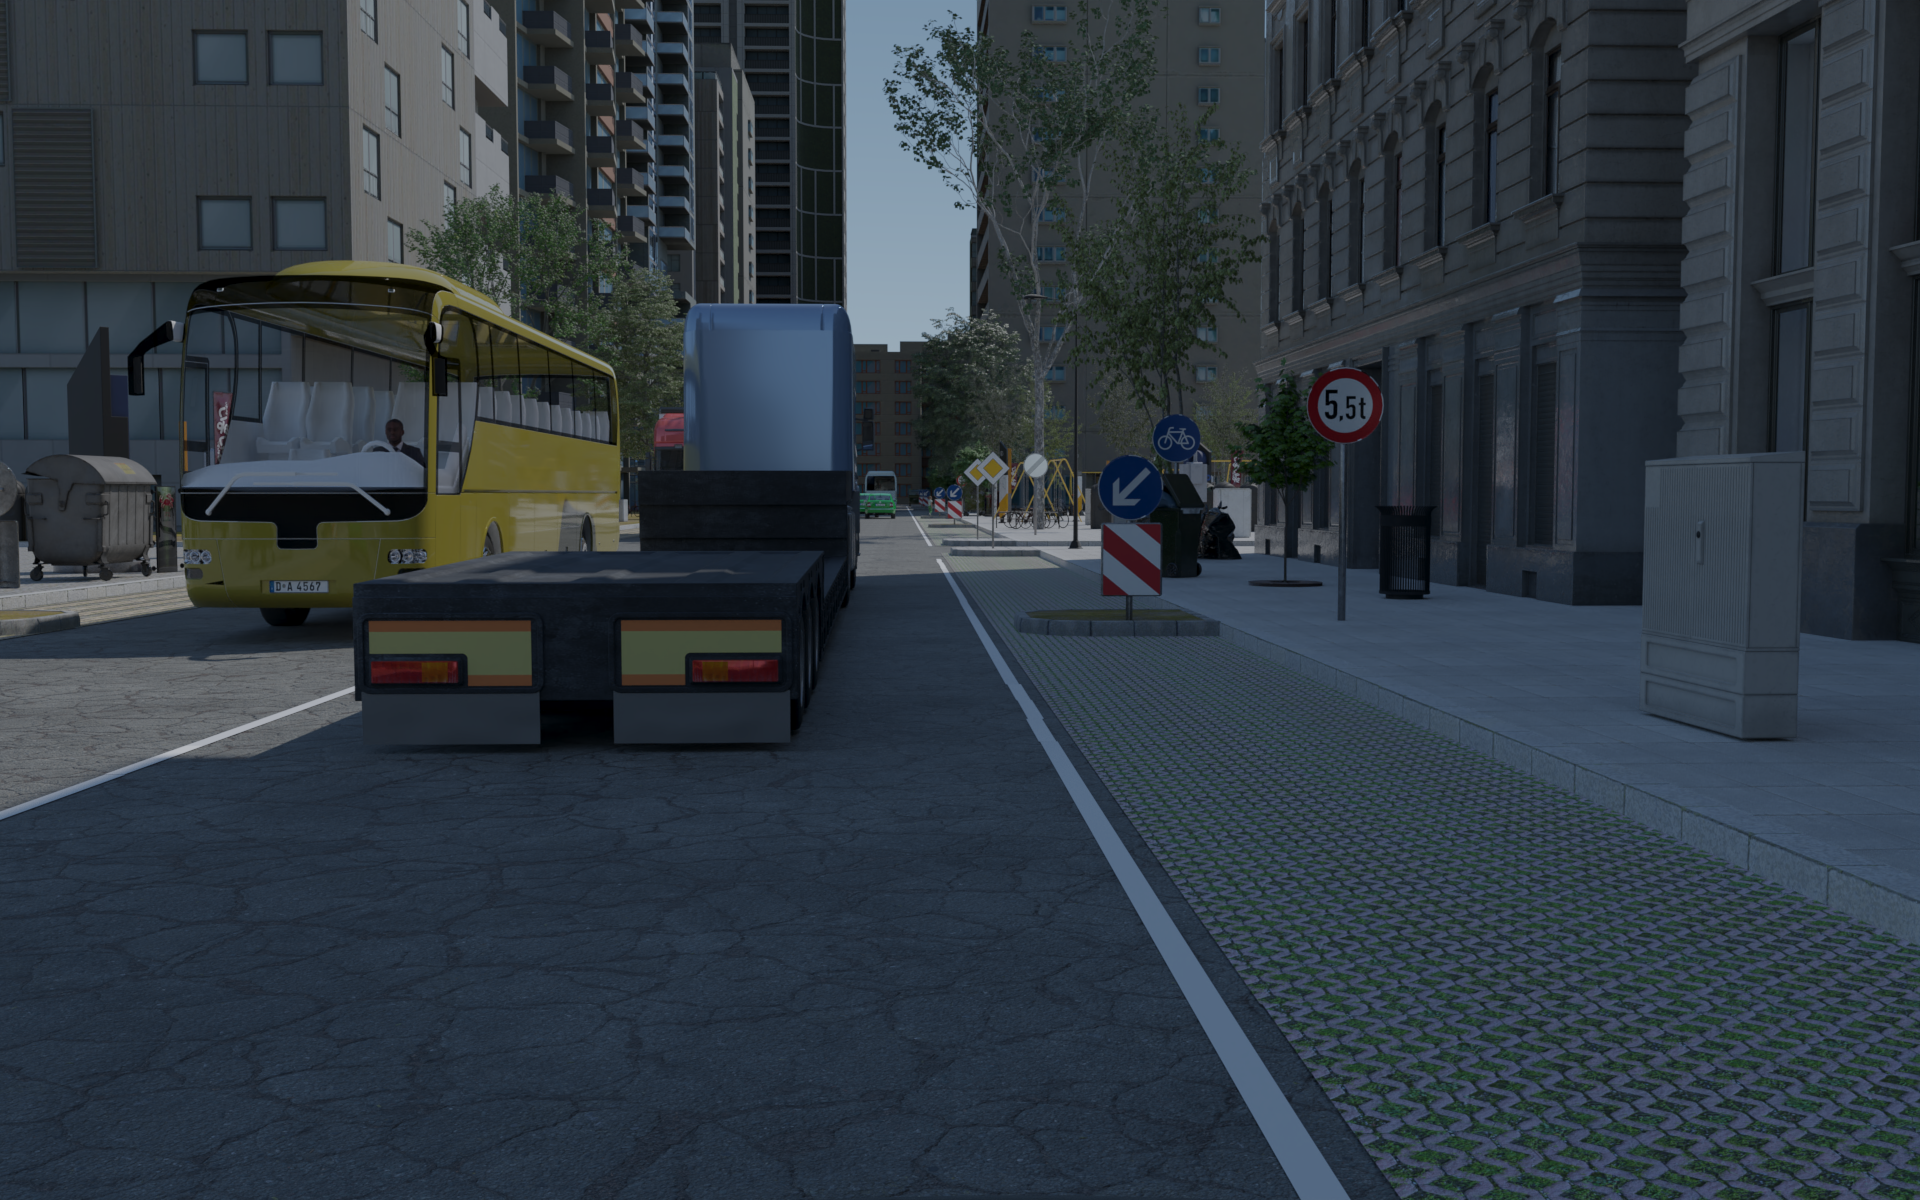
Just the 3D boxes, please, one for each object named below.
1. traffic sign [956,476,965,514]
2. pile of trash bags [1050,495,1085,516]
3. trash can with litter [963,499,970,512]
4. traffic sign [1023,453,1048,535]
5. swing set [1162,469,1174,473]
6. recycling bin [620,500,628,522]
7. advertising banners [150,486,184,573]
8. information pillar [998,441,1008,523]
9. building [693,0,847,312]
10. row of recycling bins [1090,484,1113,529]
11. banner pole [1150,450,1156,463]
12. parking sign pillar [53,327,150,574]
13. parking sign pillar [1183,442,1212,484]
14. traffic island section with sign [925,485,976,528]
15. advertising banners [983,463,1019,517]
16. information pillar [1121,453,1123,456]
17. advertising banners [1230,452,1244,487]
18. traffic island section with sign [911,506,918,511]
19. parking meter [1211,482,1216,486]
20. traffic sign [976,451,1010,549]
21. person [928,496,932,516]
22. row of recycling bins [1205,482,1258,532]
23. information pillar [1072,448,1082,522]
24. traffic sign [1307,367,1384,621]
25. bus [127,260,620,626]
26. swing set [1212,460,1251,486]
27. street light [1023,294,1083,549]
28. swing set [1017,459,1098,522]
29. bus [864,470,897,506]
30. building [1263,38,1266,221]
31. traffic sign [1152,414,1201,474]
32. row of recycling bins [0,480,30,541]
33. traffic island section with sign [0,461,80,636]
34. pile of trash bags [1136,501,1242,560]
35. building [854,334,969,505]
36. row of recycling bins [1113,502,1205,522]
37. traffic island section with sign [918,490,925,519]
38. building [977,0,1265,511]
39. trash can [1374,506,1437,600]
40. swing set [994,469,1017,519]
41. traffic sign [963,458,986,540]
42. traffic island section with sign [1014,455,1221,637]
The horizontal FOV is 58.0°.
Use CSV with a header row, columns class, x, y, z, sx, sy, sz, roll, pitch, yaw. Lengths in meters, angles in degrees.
class,x,y,z,sx,sy,sz,roll,pitch,yaw
traffic sign,0.158,-6.767,110.743,0.768,2.556,0.104,0,4,7
pile of trash bags,6.485,-5.649,102.105,1.912,1.369,3.447,1,4,17
trash can with litter,0.705,-6.892,124.066,1.055,1.170,0.624,0,4,3
traffic sign,2.360,-3.298,54.029,0.768,2.556,0.104,0,4,2
swing set,14.086,-6.827,109.238,3.119,2.851,2.862,2,4,34
recycling bin,-15.816,-4.134,80.147,0.722,1.027,0.722,0,4,4
advertising banners,-12.767,-2.001,28.899,0.090,3.025,2.074,1,4,15
information pillar,1.911,-5.180,76.044,0.183,3.616,0.504,-3,5,-41
building,-24.816,-47.710,218.304,20.611,71.187,20.563,0,4,-2
row of recycling bins,5.984,-3.525,64.742,1.069,1.692,3.534,3,4,37
banner pole,11.613,-6.948,103.619,0.401,3.779,0.863,2,4,24
parking sign pillar,-14.179,-2.449,28.512,1.447,3.967,1.447,3,5,40
parking sign pillar,10.316,-5.315,75.378,1.447,3.967,1.447,-3,5,-41
traffic island section with sign,-0.360,-3.985,73.785,1.989,1.847,2.006,0,4,-2
advertising banners,2.298,-6.197,97.513,2.074,3.025,0.090,1,4,16
information pillar,9.304,-6.642,99.949,0.183,3.616,0.504,-1,4,-21
advertising banners,10.304,-4.472,69.300,2.074,3.025,0.090,1,4,12
traffic island section with sign,-3.092,-8.743,151.574,1.989,1.847,2.006,0,4,-2
parking meter,12.195,-4.787,83.977,0.255,1.863,0.399,3,4,39
traffic sign,0.774,-2.268,40.721,0.795,2.450,0.064,0,4,-2
person,-1.911,-5.985,110.595,0.306,1.304,0.590,1,4,15
row of recycling bins,10.351,-3.188,59.243,3.534,1.692,1.069,-1,4,-10
information pillar,5.479,-5.470,80.791,0.504,3.616,0.183,-3,5,-39
traffic sign,3.870,-1.063,17.488,0.768,2.556,0.104,0,4,3
bus,-6.512,-1.869,22.110,2.896,3.916,12.252,0,4,-3
swing set,12.466,-5.066,80.443,3.119,2.851,2.862,1,4,21
street light,2.171,-4.154,40.464,1.470,5.913,1.316,0,4,-2
swing set,4.368,-4.911,77.923,2.862,2.851,3.119,0,4,-8
bus,-6.685,-9.241,145.952,2.948,3.499,13.247,0,4,-3
building,44.316,-41.549,221.317,28.212,58.520,21.231,0,4,-2
traffic sign,3.459,-1.690,27.736,0.768,2.556,0.104,0,4,8
row of recycling bins,-24.610,-2.465,47.422,3.534,1.692,1.069,0,4,-3
traffic island section with sign,-10.431,-0.578,18.078,1.989,1.847,2.006,0,4,-2
pile of trash bags,4.476,-1.556,35.196,1.912,1.369,3.447,0,4,-5
building,0.314,-23.197,224.318,28.899,21.520,27.650,0,4,-2
row of recycling bins,7.428,-3.354,61.944,3.534,1.692,1.069,0,4,-7
traffic island section with sign,-1.300,-5.633,100.724,1.989,1.847,2.006,0,4,-2
building,12.477,-31.735,142.576,21.300,48.544,21.600,0,4,-2
trash can,5.460,-0.587,21.245,0.748,1.137,0.748,0,3,0
swing set,3.158,-5.265,83.704,2.862,2.851,3.119,0,4,-6
traffic sign,0.494,-2.756,48.702,0.795,2.450,0.064,0,4,-2
traffic island section with sign,1.590,-0.589,18.250,1.989,1.847,2.006,0,4,-2
